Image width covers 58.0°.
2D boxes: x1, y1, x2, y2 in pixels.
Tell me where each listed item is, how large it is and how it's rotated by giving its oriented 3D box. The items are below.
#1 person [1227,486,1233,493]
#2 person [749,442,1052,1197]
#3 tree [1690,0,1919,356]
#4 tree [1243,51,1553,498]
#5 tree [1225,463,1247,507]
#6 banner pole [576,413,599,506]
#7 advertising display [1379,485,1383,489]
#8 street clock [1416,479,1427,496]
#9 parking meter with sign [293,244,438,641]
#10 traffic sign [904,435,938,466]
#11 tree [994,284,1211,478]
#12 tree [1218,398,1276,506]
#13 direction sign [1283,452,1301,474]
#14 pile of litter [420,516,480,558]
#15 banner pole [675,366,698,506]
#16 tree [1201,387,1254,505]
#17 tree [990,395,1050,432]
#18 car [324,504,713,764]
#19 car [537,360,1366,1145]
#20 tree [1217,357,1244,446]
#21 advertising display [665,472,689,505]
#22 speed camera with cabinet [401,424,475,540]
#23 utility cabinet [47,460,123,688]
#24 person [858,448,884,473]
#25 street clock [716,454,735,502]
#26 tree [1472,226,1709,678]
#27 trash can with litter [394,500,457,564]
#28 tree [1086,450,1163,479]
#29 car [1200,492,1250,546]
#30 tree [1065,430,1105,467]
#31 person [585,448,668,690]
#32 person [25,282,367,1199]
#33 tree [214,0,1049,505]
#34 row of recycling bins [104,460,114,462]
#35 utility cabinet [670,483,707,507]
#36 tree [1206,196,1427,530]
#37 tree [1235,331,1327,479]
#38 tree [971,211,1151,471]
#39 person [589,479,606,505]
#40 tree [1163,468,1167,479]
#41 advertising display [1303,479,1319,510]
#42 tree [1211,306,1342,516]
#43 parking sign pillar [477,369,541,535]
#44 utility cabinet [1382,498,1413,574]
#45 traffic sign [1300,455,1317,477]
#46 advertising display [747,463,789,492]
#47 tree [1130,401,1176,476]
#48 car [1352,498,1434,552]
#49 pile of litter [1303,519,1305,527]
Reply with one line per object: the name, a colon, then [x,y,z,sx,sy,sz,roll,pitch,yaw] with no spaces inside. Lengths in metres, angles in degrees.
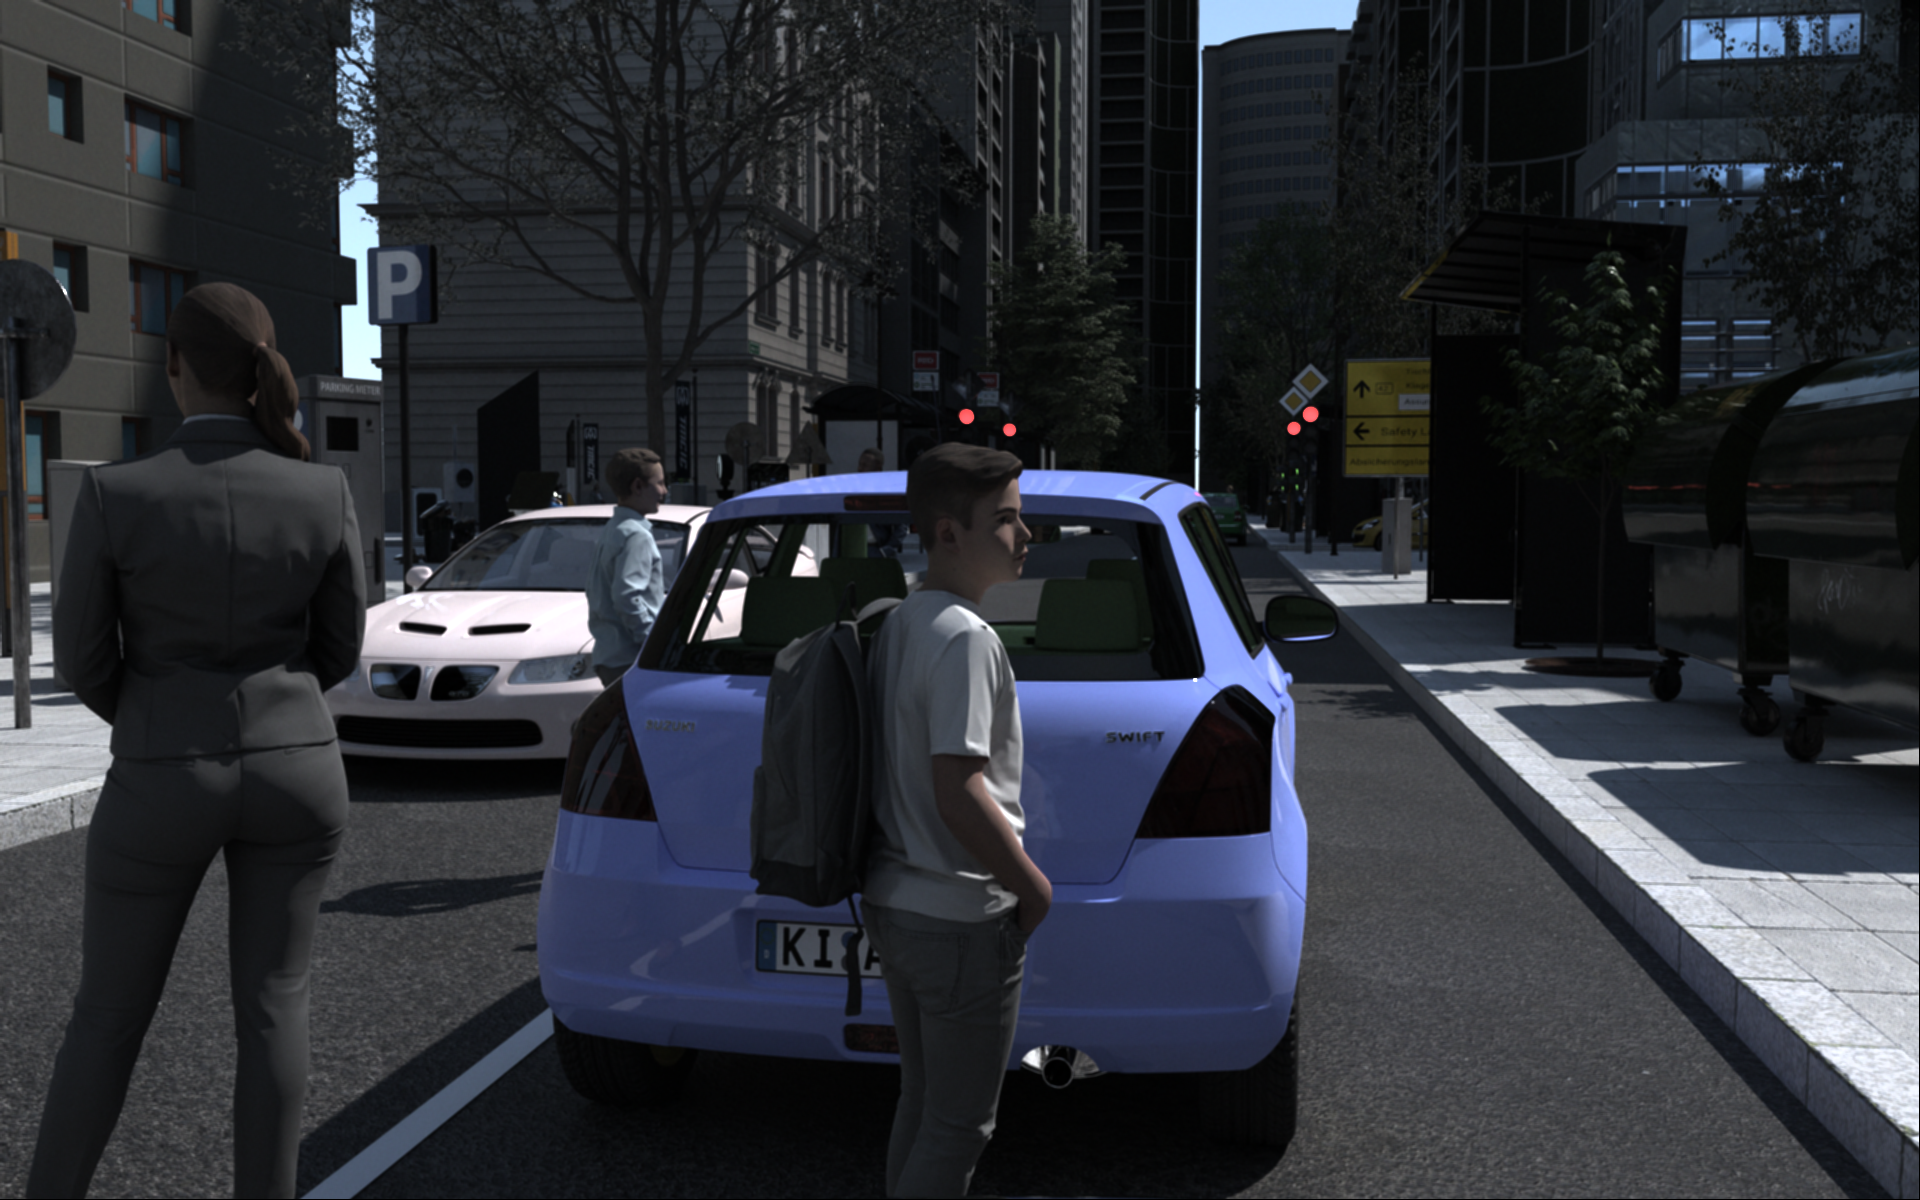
person: [9.944,-3.350,63.944,0.731,1.740,0.598,3,5,41]
person: [-0.045,0.509,2.781,0.503,1.515,0.523,3,4,38]
tree: [12.272,-4.522,24.301,4.360,8.622,3.978,0,3,0]
tree: [7.621,-4.826,29.267,4.360,8.622,3.978,0,3,0]
tree: [27.757,-11.398,170.071,4.285,4.588,4.351,0,3,0]
banner pole: [-11.604,-3.899,53.764,0.863,3.779,0.401,-2,4,-26]
advertising display: [28.498,-6.861,117.397,0.123,1.923,0.974,2,4,28]
street clock: [21.868,-4.745,82.153,0.471,2.002,0.358,0,4,1]
parking meter with sign: [-4.235,-0.932,11.500,0.543,3.016,1.738,1,4,22]
traffic sign: [-0.835,-2.278,37.355,0.768,2.556,0.104,1,4,13]
tree: [6.179,-10.582,90.016,9.611,12.733,9.660,0,3,0]
tree: [29.876,-15.868,177.563,7.486,12.596,7.792,0,3,0]
direction sign: [16.703,-5.820,87.148,0.876,3.537,0.379,1,4,17]
pile of litter: [-9.905,-1.231,34.096,1.719,0.858,1.176,3,5,43]
banner pole: [-5.299,-2.678,33.796,0.401,3.779,0.863,2,4,28]
tree: [31.600,-17.605,194.496,9.857,13.997,8.962,0,3,0]
tree: [3.570,-9.136,99.738,4.360,8.622,3.978,0,3,0]
car: [-2.133,0.111,10.555,2.083,1.381,4.827,1,4,10]
car: [0.165,0.267,5.226,1.945,1.707,3.694,1,4,10]
tree: [12.862,-7.390,71.195,4.360,8.622,3.978,0,3,0]
advertising display: [-8.376,-2.783,50.711,0.974,1.923,0.123,-3,5,-40]
speed camera with cabinet: [-14.663,-3.323,48.667,0.660,3.252,2.038,3,5,40]
utility cabinet: [-5.643,-0.190,11.779,0.318,1.500,1.173,1,4,10]
person: [-0.769,-0.320,13.923,0.721,1.800,0.419,1,4,18]
street clock: [-4.242,-1.637,31.327,0.358,2.002,0.471,-1,4,-20]
tree: [4.781,-1.099,12.572,1.663,3.219,1.824,0,3,0]
trash can with litter: [-9.902,-1.265,32.076,1.055,1.170,0.624,-2,4,-35]
tree: [9.105,-7.267,102.523,4.285,4.588,4.351,0,3,0]
car: [7.256,-2.476,49.279,1.959,1.807,4.718,1,4,9]
tree: [7.806,-10.137,116.105,4.360,8.622,3.978,0,3,0]
person: [-1.226,0.233,6.505,0.330,1.601,0.589,-1,4,-15]
person: [-1.377,0.348,3.085,0.573,1.790,0.520,3,5,40]
tree: [-3.767,-6.806,21.652,12.009,13.543,11.850,0,3,0]
row of recycling bins: [-10.512,-0.955,22.730,1.069,1.692,3.534,0,4,-5]
utility cabinet: [-5.635,-1.677,36.097,0.318,1.500,1.173,1,4,15]
tree: [12.498,-8.310,61.631,9.928,11.665,9.643,0,3,0]
tree: [14.681,-7.779,77.545,4.737,8.622,4.395,0,3,0]
tree: [3.943,-9.323,70.558,7.486,12.596,7.792,0,3,0]
person: [-8.971,-2.101,43.038,0.526,1.800,0.537,2,4,33]
tree: [17.505,-10.825,160.699,4.285,4.588,4.351,0,3,0]
advertising display: [14.981,-4.214,74.108,0.974,1.923,0.123,-1,4,-22]
tree: [18.164,-11.397,103.348,9.611,12.733,9.660,0,3,0]
parking sign pillar: [-9.756,-3.000,37.515,1.447,3.967,1.447,-1,4,-11]
utility cabinet: [7.082,-1.037,28.122,0.306,1.237,1.020,0,4,3]
traffic sign: [10.264,-3.102,50.824,0.768,2.556,0.104,1,4,13]
advertising display: [-3.959,-1.871,35.810,0.974,1.923,0.123,-3,5,-40]
tree: [12.948,-10.809,127.089,4.737,8.622,4.395,0,3,0]
car: [11.334,-1.883,41.014,3.980,1.641,2.015,1,4,9]
pile of litter: [13.183,-3.254,67.168,1.719,0.858,1.176,0,4,1]
